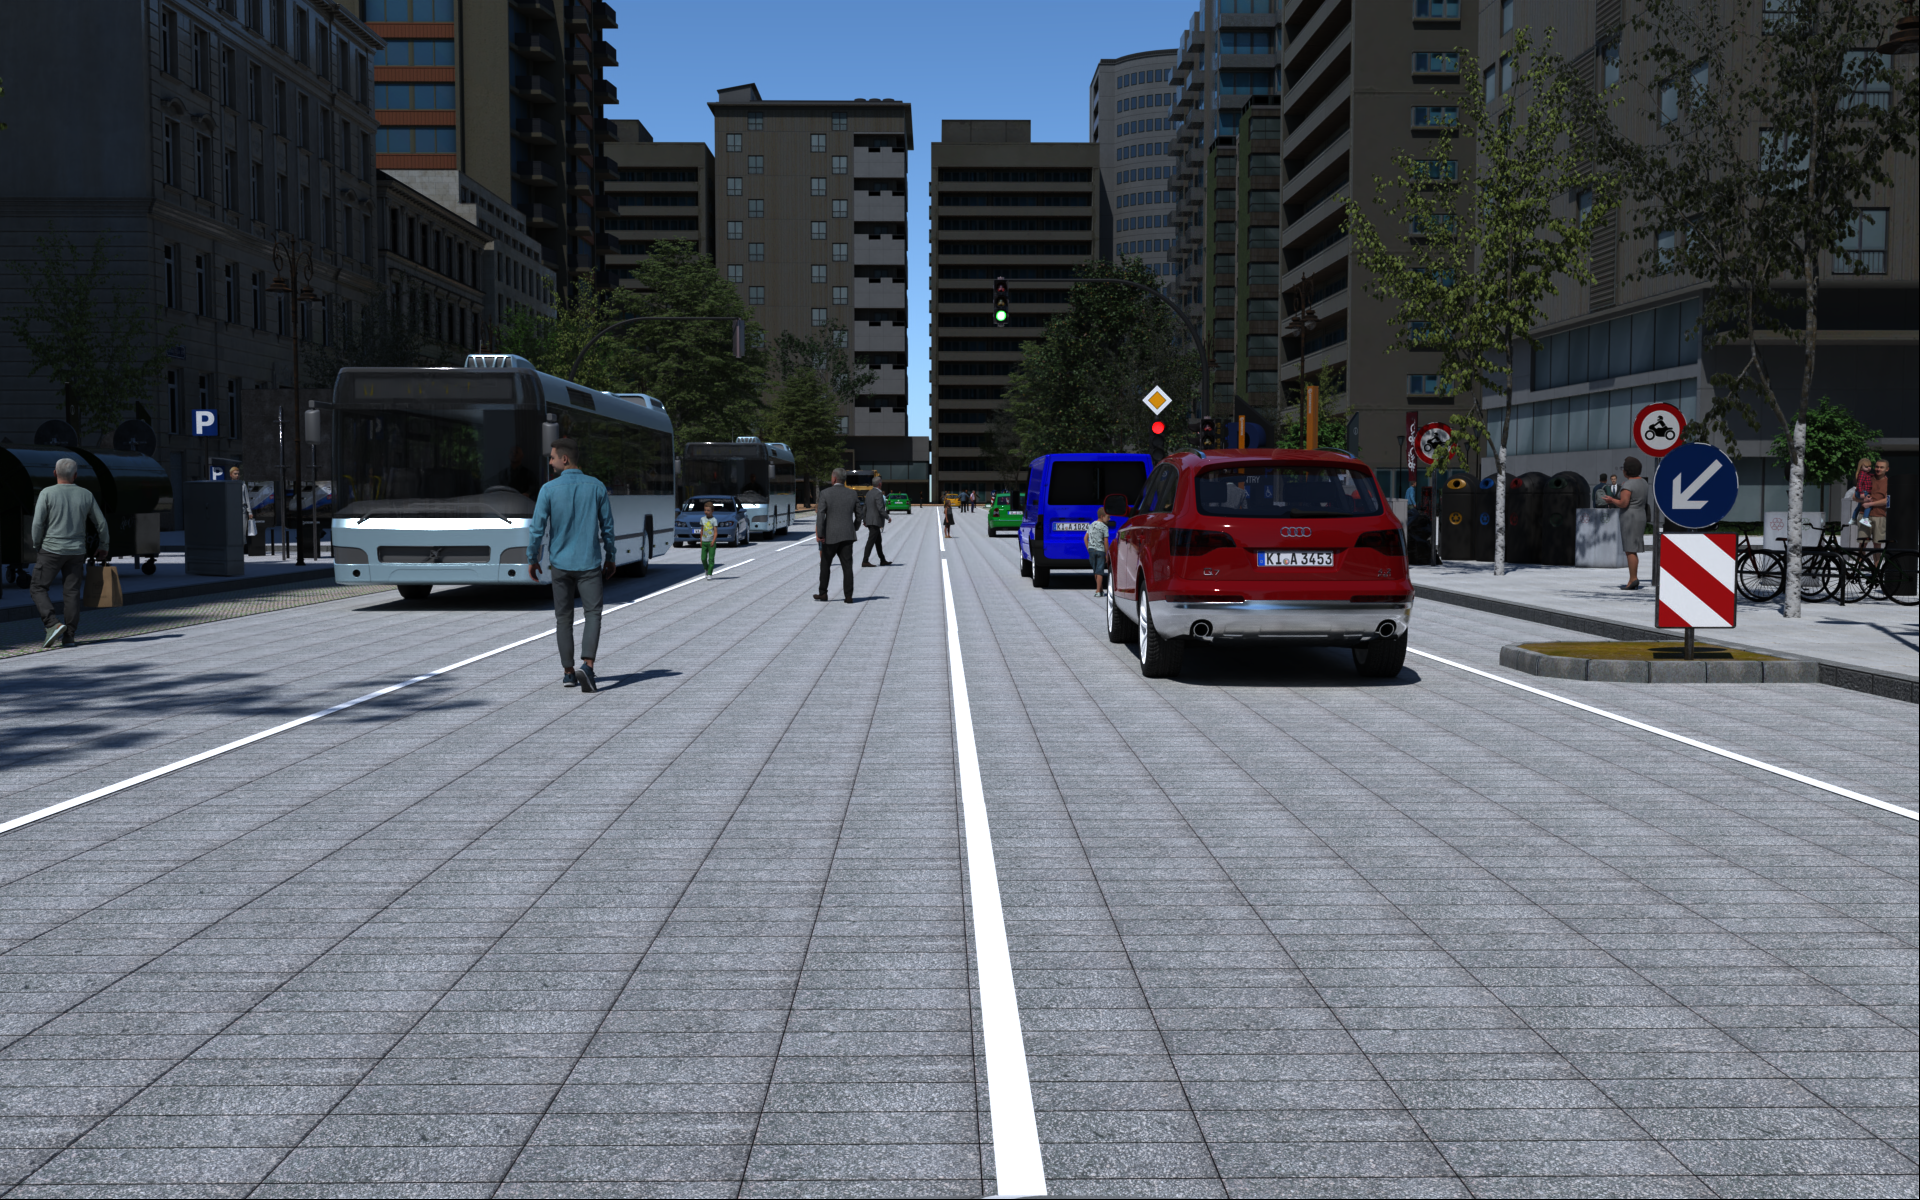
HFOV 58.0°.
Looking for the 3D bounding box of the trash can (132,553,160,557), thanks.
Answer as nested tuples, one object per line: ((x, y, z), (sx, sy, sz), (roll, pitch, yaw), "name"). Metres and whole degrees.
((-16.718, -1.455, 35.440), (0.748, 1.137, 0.748), (0, 3, 0), "trash can")

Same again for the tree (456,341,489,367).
((-23.293, -8.081, 82.480), (4.737, 8.622, 4.395), (0, 3, 0), "tree")

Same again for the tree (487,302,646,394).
((-22.718, -10.329, 94.639), (9.928, 11.665, 9.643), (0, 3, 0), "tree")

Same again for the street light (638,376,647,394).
((-12.415, -5.815, 67.868), (0.468, 5.910, 1.993), (0, 4, -1), "street light")

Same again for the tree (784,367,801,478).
((-12.446, -10.236, 85.491), (7.486, 12.596, 7.792), (0, 3, 0), "tree")

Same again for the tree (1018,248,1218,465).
((7.365, -10.043, 81.209), (9.611, 12.733, 9.660), (0, 3, 0), "tree")

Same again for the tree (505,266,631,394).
((-12.648, -6.481, 56.329), (4.737, 8.622, 4.395), (0, 3, 0), "tree")

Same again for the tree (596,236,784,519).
((-12.249, -9.693, 76.600), (7.486, 12.596, 7.792), (0, 3, 0), "tree")

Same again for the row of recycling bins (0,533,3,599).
((-13.384, -0.826, 20.616), (3.534, 1.692, 1.069), (-1, 4, -18), "row of recycling bins")

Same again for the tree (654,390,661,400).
((-22.753, -9.890, 112.064), (4.737, 8.622, 4.395), (0, 3, 0), "tree")

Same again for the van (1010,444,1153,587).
((2.016, -1.460, 28.258), (2.240, 2.365, 5.245), (0, 4, -1), "van")

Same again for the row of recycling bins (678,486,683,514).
((-14.463, -4.909, 87.367), (3.534, 1.692, 1.069), (1, 4, 10), "row of recycling bins")

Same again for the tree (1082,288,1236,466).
((6.799, -6.823, 61.924), (4.360, 8.622, 3.978), (0, 3, 0), "tree")

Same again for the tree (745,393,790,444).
((-14.037, -10.656, 124.589), (4.737, 8.622, 4.395), (0, 3, 0), "tree")

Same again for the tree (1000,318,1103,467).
((6.466, -11.817, 111.329), (7.486, 12.596, 7.792), (0, 3, 0), "tree")

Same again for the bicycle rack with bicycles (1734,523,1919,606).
((10.357, -0.458, 20.869), (2.852, 0.926, 2.925), (-2, 4, -32), "bicycle rack with bicycles")

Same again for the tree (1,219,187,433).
((-23.763, -5.931, 47.341), (4.737, 8.622, 4.395), (0, 3, 0), "tree")

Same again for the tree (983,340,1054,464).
((6.900, -13.599, 132.715), (12.009, 13.543, 11.850), (0, 3, 0), "tree")

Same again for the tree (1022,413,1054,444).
((6.639, -10.579, 123.326), (4.737, 8.622, 4.395), (0, 3, 0), "tree")

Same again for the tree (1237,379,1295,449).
((19.562, -9.825, 110.995), (4.360, 8.622, 3.978), (0, 3, 0), "tree")

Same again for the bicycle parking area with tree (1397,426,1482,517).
((19.452, -5.328, 74.117), (8.231, 4.147, 9.016), (2, 4, 27), "bicycle parking area with tree")

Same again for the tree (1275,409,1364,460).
((13.730, -5.063, 66.487), (4.285, 4.588, 4.351), (0, 3, 0), "tree")

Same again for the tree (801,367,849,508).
((-13.996, -14.463, 154.594), (7.486, 12.596, 7.792), (0, 3, 0), "tree")

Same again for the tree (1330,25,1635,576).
((8.316, -4.700, 27.205), (4.737, 8.622, 4.395), (0, 3, 0), "tree")

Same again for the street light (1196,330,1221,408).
((7.013, -4.660, 48.974), (0.468, 5.910, 1.993), (0, 4, -1), "street light")

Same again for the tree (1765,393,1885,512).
((28.152, -4.459, 56.617), (4.285, 4.588, 4.351), (0, 3, 0), "tree")

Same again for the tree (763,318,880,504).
((-13.797, -20.059, 183.856), (12.611, 20.169, 13.585), (0, 3, 0), "tree")

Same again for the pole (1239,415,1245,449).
((7.317, -3.131, 45.027), (0.158, 3.312, 0.155), (0, 3, 0), "pole")

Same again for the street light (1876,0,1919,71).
((7.512, -2.465, 13.086), (0.468, 5.910, 1.993), (0, 4, -1), "street light")

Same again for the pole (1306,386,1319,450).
((6.657, -2.381, 32.775), (0.158, 3.312, 0.155), (0, 3, 0), "pole")

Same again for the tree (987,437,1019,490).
((5.201, -15.078, 196.891), (4.360, 8.622, 3.978), (0, 3, 0), "tree")

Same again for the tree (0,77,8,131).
((-12.520, -4.178, 18.669), (4.737, 8.622, 4.395), (0, 3, 0), "tree")

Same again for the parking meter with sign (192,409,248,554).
((-15.453, -2.462, 36.512), (0.543, 3.016, 1.738), (0, 4, 4), "parking meter with sign")

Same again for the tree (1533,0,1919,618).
((8.493, -4.132, 17.924), (4.360, 8.622, 3.978), (0, 3, 0), "tree")

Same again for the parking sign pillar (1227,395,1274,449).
((7.832, -3.562, 46.717), (1.447, 3.967, 1.447), (-3, 5, -39), "parking sign pillar")

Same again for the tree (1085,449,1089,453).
((6.280, -7.247, 102.196), (4.285, 4.588, 4.351), (0, 3, 0), "tree")

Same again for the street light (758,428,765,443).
((-13.118, -8.657, 114.322), (0.468, 5.910, 1.993), (0, 4, -1), "street light")

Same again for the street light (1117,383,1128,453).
((6.740, -6.089, 72.344), (0.468, 5.910, 1.993), (0, 4, -1), "street light")

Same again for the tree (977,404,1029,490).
((5.248, -14.235, 167.151), (8.767, 10.594, 7.601), (2, 4, 27), "tree")

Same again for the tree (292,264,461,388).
((-18.032, -6.396, 54.940), (4.360, 8.622, 3.978), (0, 3, 0), "tree")

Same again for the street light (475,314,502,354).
((-12.071, -4.397, 44.686), (0.468, 5.910, 1.993), (0, 4, -1), "street light")

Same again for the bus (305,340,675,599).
((-6.534, -1.940, 26.582), (2.948, 3.499, 13.247), (0, 4, -2), "bus")

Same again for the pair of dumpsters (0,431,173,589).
((-13.202, -1.396, 25.312), (1.574, 2.255, 4.437), (0, 4, -1), "pair of dumpsters")

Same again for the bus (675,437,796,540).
((-7.148, -3.809, 57.139), (2.948, 3.499, 13.247), (0, 4, -2), "bus")

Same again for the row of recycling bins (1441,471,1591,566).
((10.405, -1.556, 32.554), (1.069, 1.692, 3.534), (-2, 4, -26), "row of recycling bins")
